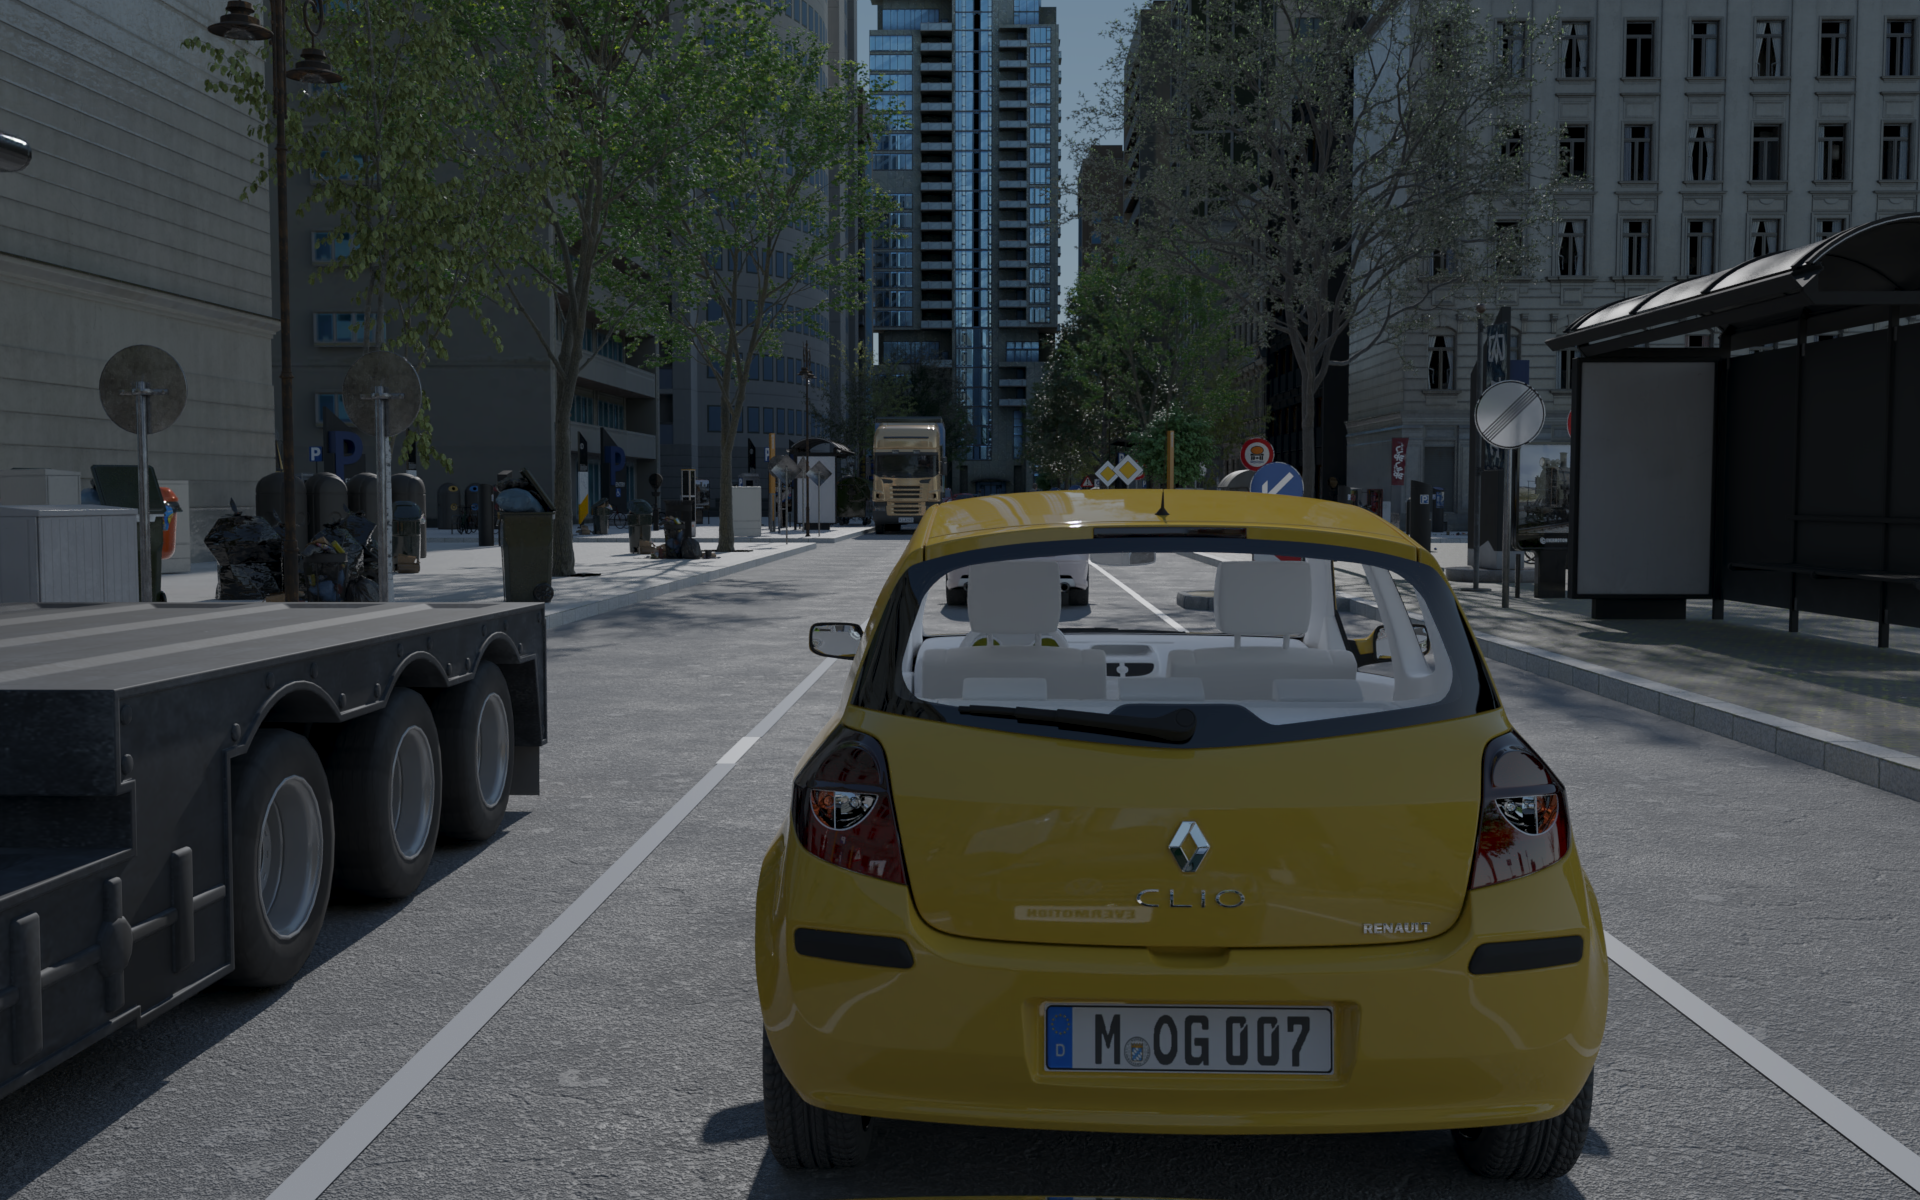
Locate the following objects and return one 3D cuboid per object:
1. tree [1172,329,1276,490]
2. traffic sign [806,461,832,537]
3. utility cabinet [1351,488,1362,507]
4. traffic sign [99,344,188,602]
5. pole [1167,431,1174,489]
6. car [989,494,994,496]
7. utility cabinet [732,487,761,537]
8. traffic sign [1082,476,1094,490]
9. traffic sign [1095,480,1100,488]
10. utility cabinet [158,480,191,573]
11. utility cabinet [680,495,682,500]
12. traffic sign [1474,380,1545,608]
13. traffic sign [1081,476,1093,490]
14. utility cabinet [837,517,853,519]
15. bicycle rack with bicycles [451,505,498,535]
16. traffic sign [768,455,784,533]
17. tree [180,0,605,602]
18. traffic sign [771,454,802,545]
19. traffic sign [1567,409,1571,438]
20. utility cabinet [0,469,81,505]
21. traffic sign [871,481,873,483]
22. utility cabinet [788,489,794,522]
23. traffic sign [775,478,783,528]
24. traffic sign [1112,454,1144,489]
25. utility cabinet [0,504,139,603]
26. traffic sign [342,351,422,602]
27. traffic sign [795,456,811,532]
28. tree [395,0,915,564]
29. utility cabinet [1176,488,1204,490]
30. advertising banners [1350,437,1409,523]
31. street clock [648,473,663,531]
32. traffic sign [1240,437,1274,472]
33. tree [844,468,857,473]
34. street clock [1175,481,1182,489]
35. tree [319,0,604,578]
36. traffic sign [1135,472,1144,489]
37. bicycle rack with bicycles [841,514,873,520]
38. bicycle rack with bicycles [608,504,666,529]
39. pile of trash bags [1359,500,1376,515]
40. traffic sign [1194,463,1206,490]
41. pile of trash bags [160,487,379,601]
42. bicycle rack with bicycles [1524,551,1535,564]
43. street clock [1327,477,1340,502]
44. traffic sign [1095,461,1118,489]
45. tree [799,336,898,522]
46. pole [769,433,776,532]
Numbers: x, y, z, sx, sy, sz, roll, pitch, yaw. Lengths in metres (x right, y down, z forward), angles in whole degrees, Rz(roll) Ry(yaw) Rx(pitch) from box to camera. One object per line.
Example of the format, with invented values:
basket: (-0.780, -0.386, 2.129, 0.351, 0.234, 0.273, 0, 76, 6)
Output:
tree: (11.816, -7.799, 77.882, 4.737, 8.622, 4.395, 0, 3, 0)
traffic sign: (-4.229, -2.957, 51.983, 0.795, 2.450, 0.064, 0, 4, 1)
utility cabinet: (13.895, -3.210, 61.161, 0.318, 1.500, 1.173, 2, 4, 28)
traffic sign: (-6.963, -0.897, 14.775, 0.768, 2.556, 0.104, 0, 4, 2)
pole: (6.784, -3.794, 55.875, 0.158, 3.312, 0.155, 0, 3, 0)
car: (3.459, -9.787, 170.240, 2.015, 1.641, 3.980, 0, 4, 1)
utility cabinet: (-6.489, -2.638, 51.803, 0.318, 1.500, 1.173, 3, 5, 41)
traffic sign: (8.943, -7.426, 121.424, 0.884, 2.594, 0.081, 0, 4, 3)
traffic sign: (9.540, -7.155, 119.106, 0.606, 2.300, 0.079, 0, 4, 2)
utility cabinet: (-12.872, -1.158, 27.619, 0.318, 1.500, 1.173, 2, 4, 23)
utility cabinet: (-12.381, -4.198, 79.803, 1.020, 1.237, 0.306, 1, 4, 19)
traffic sign: (6.151, -1.183, 19.455, 0.768, 2.556, 0.104, 0, 4, 8)
traffic sign: (9.074, -7.574, 123.833, 0.884, 2.594, 0.081, 0, 4, 4)
utility cabinet: (-6.043, -4.865, 90.698, 1.020, 1.237, 0.306, 3, 5, 43)
bicycle rack with bicycles: (-15.302, -2.590, 55.722, 2.852, 0.926, 2.925, 1, 4, 14)
traffic sign: (-5.898, -3.446, 56.443, 0.768, 2.556, 0.104, 1, 4, 11)
tree: (-6.194, -4.212, 19.230, 4.737, 8.622, 4.395, 0, 3, 0)
traffic sign: (-4.402, -2.468, 44.000, 0.795, 2.450, 0.064, 0, 4, 1)
traffic sign: (7.997, -1.324, 21.755, 0.768, 2.556, 0.104, 1, 4, 11)
utility cabinet: (-8.236, -0.421, 15.559, 1.173, 1.500, 0.318, 3, 5, 44)
traffic sign: (-5.216, -6.389, 104.471, 0.884, 2.594, 0.081, 0, 4, 8)
utility cabinet: (-7.632, -4.304, 79.048, 1.173, 1.500, 0.318, 3, 5, 41)
traffic sign: (-6.734, -3.863, 65.296, 0.606, 2.300, 0.079, 0, 4, 4)
traffic sign: (4.240, -2.456, 43.793, 0.795, 2.450, 0.064, 0, 4, 1)
utility cabinet: (-5.133, 0.071, 10.002, 0.306, 1.237, 1.020, 0, 4, 3)
traffic sign: (-5.148, -0.936, 15.413, 0.768, 2.556, 0.104, 1, 4, 11)
traffic sign: (-5.325, -3.596, 58.793, 0.884, 2.594, 0.081, 1, 4, 9)
tree: (-5.022, -6.874, 38.145, 9.928, 11.665, 9.643, 0, 3, 0)
utility cabinet: (8.674, -3.495, 65.816, 1.173, 1.500, 0.318, -2, 4, -26)
advertising banners: (12.870, -3.525, 53.818, 2.074, 3.025, 0.090, 1, 4, 22)
street clock: (-10.623, -3.420, 60.490, 0.471, 2.002, 0.358, 0, 4, -1)
traffic sign: (6.691, -2.385, 39.102, 0.768, 2.556, 0.104, 0, 4, 2)
tree: (-6.877, -7.207, 112.433, 1.663, 3.219, 1.824, 0, 3, 0)
street clock: (9.485, -4.321, 75.211, 0.471, 2.002, 0.358, -1, 4, -20)
tree: (-6.034, -6.172, 26.666, 9.928, 11.665, 9.643, 0, 3, 0)
traffic sign: (6.357, -3.810, 62.395, 0.768, 2.556, 0.104, 1, 4, 10)
bicycle rack with bicycles: (-5.174, -4.296, 83.622, 2.925, 0.926, 2.852, 0, 4, -6)
bicycle rack with bicycles: (-11.789, -3.117, 64.352, 2.925, 0.926, 2.852, 3, 4, 37)
pile of trash bags: (27.981, -6.891, 122.414, 3.447, 1.369, 1.912, 2, 4, 25)
traffic sign: (8.468, -3.804, 62.308, 0.768, 2.556, 0.104, 0, 4, 2)
pile of trash bags: (-8.891, -0.736, 21.788, 3.447, 1.369, 1.912, 1, 4, 11)
bicycle rack with bicycles: (10.992, -1.142, 32.048, 2.925, 0.926, 2.852, 1, 4, 16)
street clock: (15.688, -4.176, 72.840, 0.471, 2.002, 0.358, 2, 4, 33)
traffic sign: (4.413, -2.944, 51.776, 0.795, 2.450, 0.064, 0, 4, 1)
tree: (-5.054, -7.952, 80.375, 4.360, 8.622, 3.978, 0, 3, 0)
pole: (-6.307, -3.936, 58.201, 0.158, 3.312, 0.155, 0, 3, 0)
